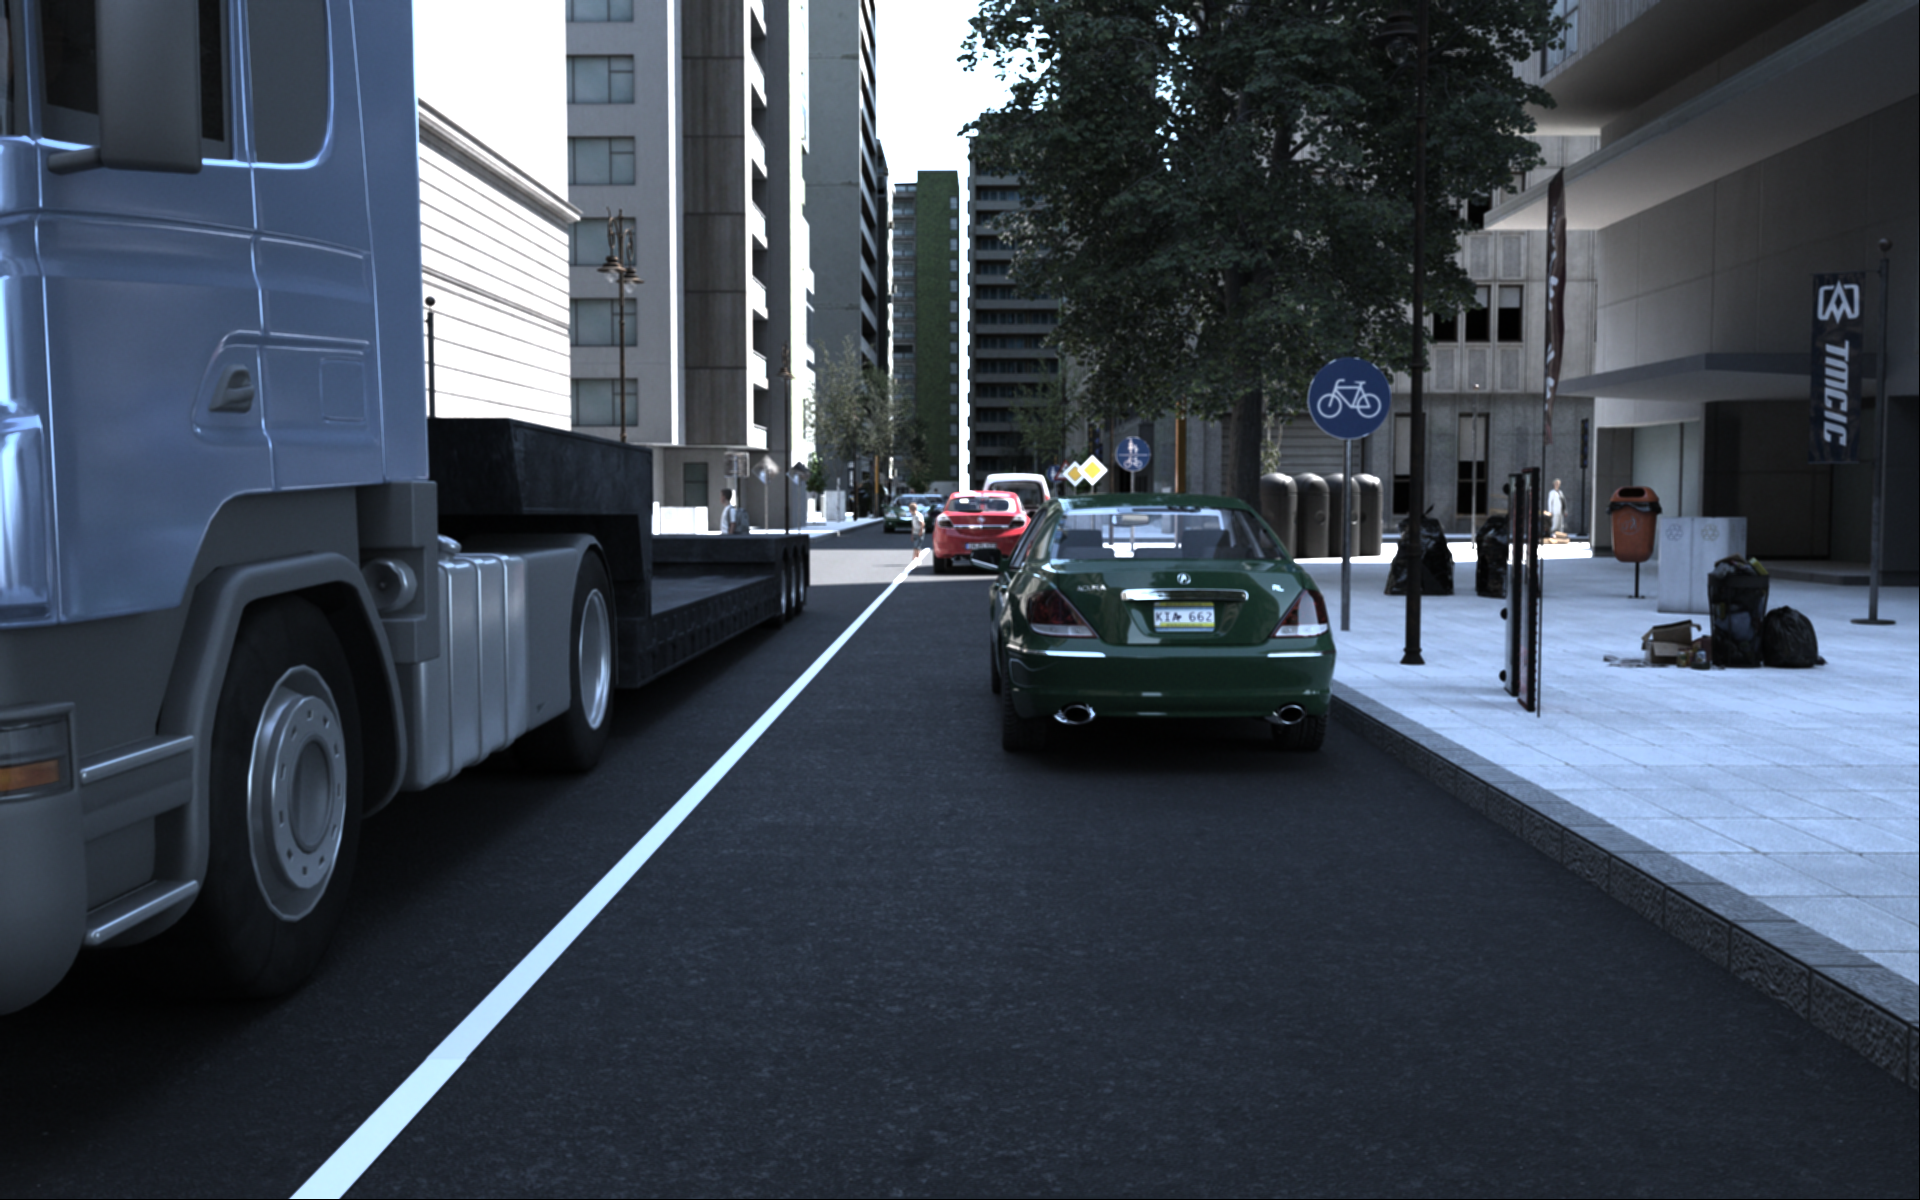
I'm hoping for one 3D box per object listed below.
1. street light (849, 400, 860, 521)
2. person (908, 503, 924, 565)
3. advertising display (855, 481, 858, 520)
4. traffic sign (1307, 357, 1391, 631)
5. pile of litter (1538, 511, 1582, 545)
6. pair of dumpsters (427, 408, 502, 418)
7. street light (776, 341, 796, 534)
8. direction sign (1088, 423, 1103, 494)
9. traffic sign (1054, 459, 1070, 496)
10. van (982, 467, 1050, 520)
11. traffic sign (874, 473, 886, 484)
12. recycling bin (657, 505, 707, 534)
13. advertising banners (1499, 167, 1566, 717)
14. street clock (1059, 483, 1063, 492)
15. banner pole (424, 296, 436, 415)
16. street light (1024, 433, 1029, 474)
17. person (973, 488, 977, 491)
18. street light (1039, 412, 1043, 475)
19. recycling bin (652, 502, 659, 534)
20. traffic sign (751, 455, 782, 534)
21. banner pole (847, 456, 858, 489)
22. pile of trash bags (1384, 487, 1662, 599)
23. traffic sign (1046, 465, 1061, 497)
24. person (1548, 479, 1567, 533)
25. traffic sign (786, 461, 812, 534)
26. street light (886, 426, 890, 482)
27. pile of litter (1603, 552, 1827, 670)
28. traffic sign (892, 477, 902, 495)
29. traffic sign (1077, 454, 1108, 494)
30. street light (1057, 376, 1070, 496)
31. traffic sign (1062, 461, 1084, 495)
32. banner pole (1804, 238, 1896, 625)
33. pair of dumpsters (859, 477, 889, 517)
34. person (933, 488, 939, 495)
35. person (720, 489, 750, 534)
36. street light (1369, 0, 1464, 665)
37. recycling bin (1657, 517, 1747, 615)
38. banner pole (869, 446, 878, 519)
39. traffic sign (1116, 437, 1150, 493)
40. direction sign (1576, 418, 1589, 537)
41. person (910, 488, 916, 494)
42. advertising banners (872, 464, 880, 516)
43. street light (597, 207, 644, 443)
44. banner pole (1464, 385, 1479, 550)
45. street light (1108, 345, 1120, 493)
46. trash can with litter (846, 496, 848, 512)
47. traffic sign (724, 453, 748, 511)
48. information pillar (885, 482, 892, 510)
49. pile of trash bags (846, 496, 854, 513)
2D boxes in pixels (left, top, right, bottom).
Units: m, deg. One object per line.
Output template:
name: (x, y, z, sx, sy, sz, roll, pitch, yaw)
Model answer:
street light: (-4.999, -6.685, 82.089, 0.468, 5.910, 1.993, 0, 4, 1)
person: (-0.877, -1.331, 34.945, 0.352, 1.250, 0.332, 1, 4, 8)
advertising display: (-5.125, -4.913, 85.546, 0.123, 1.923, 0.974, 0, 4, 1)
traffic sign: (3.621, -0.984, 16.199, 0.768, 2.556, 0.104, 0, 4, 4)
pile of litter: (14.932, -1.831, 43.903, 1.719, 0.858, 1.176, 1, 4, 12)
pair of dumpsters: (-5.740, -0.965, 18.269, 1.574, 2.255, 4.437, 0, 4, 1)
street light: (-5.241, -4.864, 52.321, 0.468, 5.910, 1.993, 0, 4, 1)
direction sign: (4.278, -3.874, 55.330, 0.379, 3.537, 0.876, -1, 4, -18)
traffic sign: (3.957, -3.963, 64.798, 0.884, 2.594, 0.081, 0, 4, 8)
van: (1.182, -1.874, 37.656, 2.013, 2.044, 4.112, 0, 4, 1)
traffic sign: (-4.795, -6.292, 102.975, 0.768, 2.556, 0.104, 0, 4, 5)
recycling bin: (-5.305, -1.269, 33.300, 0.722, 1.027, 0.722, 1, 4, 10)
advertising banners: (3.417, -0.867, 10.364, 0.090, 3.025, 2.074, 1, 4, 11)
street clock: (6.423, -6.405, 109.291, 0.358, 2.002, 0.471, -2, 4, -25)
banner pole: (-6.825, -1.946, 21.828, 0.401, 3.779, 0.863, 2, 4, 31)
street light: (4.871, -9.417, 126.759, 0.468, 5.910, 1.993, 0, 4, 1)
person: (0.673, -4.739, 86.818, 0.643, 1.720, 0.563, 2, 4, 32)
street light: (4.497, -7.612, 97.249, 0.468, 5.910, 1.993, 0, 4, 1)
recycling bin: (-9.477, -2.415, 52.045, 0.722, 1.027, 0.722, 0, 4, 2)
traffic sign: (-4.931, -2.478, 44.161, 0.795, 2.450, 0.064, 0, 4, 1)
banner pole: (-6.942, -7.535, 113.206, 0.863, 3.779, 0.401, 0, 4, 7)
pile of trash bags: (7.061, -0.746, 21.944, 3.447, 1.369, 1.912, 2, 4, 33)
traffic sign: (4.163, -4.629, 75.784, 0.768, 2.556, 0.104, 0, 4, 5)
person: (16.280, -2.390, 47.454, 0.818, 1.842, 0.514, 2, 4, 28)
traffic sign: (-4.838, -2.967, 52.145, 0.795, 2.450, 0.064, 0, 4, 1)
street light: (-4.576, -8.477, 111.379, 0.468, 5.910, 1.993, 0, 4, 1)
pile of litter: (5.720, 0.052, 13.117, 1.719, 0.858, 1.176, 1, 4, 10)
traffic sign: (-4.680, -7.727, 126.342, 0.884, 2.594, 0.081, 0, 4, 5)
traffic sign: (3.362, -2.471, 44.044, 0.795, 2.450, 0.064, 0, 4, 1)
street light: (4.070, -5.821, 67.959, 0.468, 5.910, 1.993, 0, 4, 1)
traffic sign: (3.455, -2.959, 52.029, 0.795, 2.450, 0.064, 0, 4, 1)
banner pole: (8.854, -1.661, 17.177, 0.863, 3.779, 0.401, 2, 4, 33)
pair of dumpsters: (-4.836, -5.759, 96.651, 1.574, 2.255, 4.437, 0, 4, 0)
person: (-1.397, -6.023, 107.319, 0.599, 1.781, 0.374, 1, 4, 18)
person: (-3.331, -0.855, 25.079, 0.503, 1.515, 0.523, 3, 5, 43)
street light: (3.420, -2.454, 12.912, 0.468, 5.910, 1.993, 0, 4, 1)
recycling bin: (8.034, -0.379, 18.751, 0.722, 1.027, 0.722, 3, 5, 40)
banner pole: (-4.537, -6.076, 89.357, 0.401, 3.779, 0.863, 1, 4, 17)
traffic sign: (3.852, -2.357, 38.642, 0.768, 2.556, 0.104, 0, 4, 2)
direction sign: (18.840, -3.690, 52.325, 0.379, 3.537, 0.876, 1, 4, 8)
person: (-3.011, -6.277, 111.102, 0.573, 1.828, 0.580, -3, 5, -44)
advertising banners: (-4.973, -6.455, 101.729, 0.090, 3.025, 2.074, 1, 4, 12)
street light: (-5.496, -3.391, 28.226, 0.468, 5.910, 1.993, 0, 4, 1)
banner pole: (11.899, -3.064, 40.106, 0.401, 3.779, 0.863, 1, 4, 12)
street light: (3.751, -4.282, 42.800, 0.468, 5.910, 1.993, 0, 4, 1)
trash can with litter: (-8.011, -6.365, 115.452, 1.055, 1.170, 0.624, 2, 4, 33)
traffic sign: (-5.517, -2.479, 42.662, 0.606, 2.300, 0.079, 0, 4, 5)
information pillar: (-4.212, -5.944, 101.672, 0.304, 2.012, 0.304, -2, 4, -29)
pile of trash bags: (-6.536, -6.620, 117.995, 1.912, 1.369, 3.447, -3, 5, -43)
